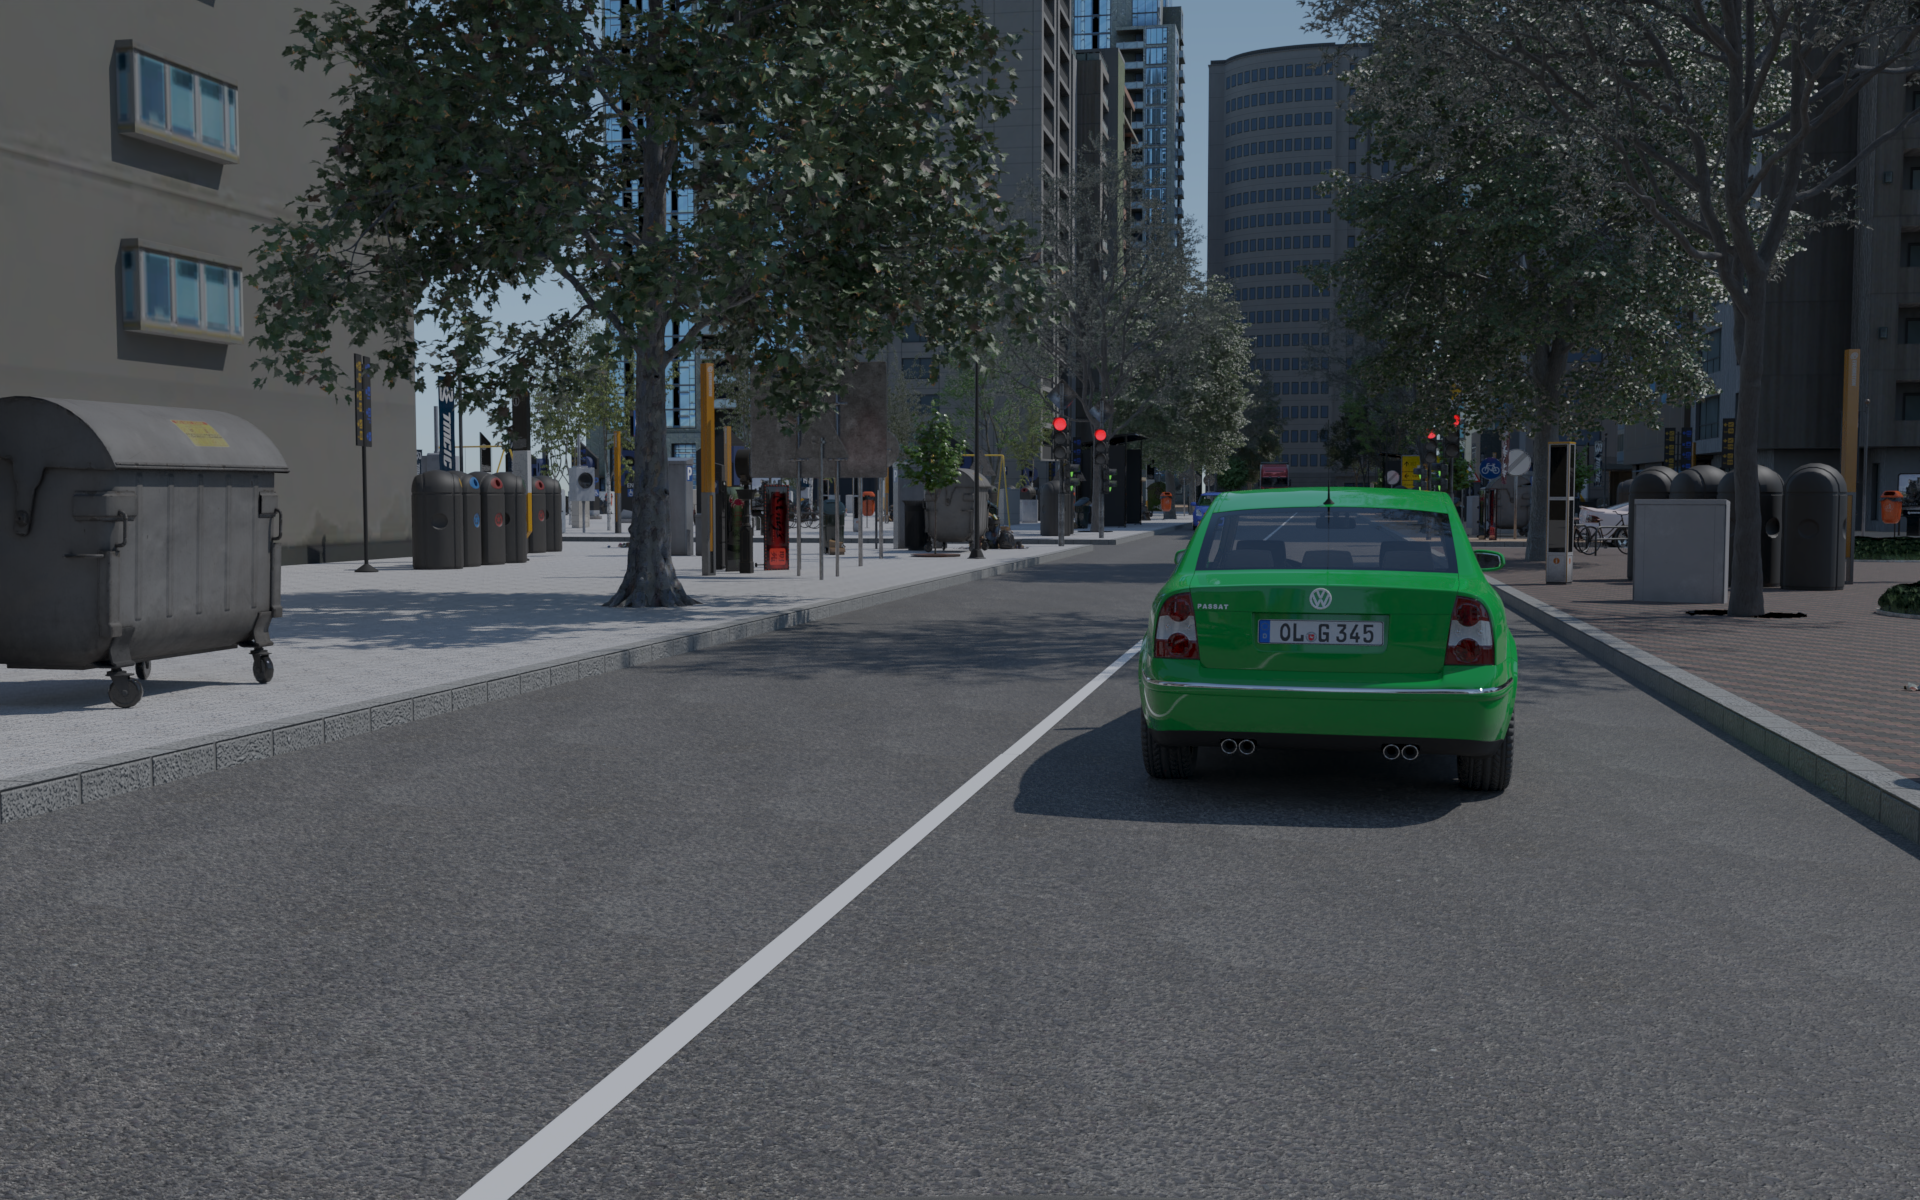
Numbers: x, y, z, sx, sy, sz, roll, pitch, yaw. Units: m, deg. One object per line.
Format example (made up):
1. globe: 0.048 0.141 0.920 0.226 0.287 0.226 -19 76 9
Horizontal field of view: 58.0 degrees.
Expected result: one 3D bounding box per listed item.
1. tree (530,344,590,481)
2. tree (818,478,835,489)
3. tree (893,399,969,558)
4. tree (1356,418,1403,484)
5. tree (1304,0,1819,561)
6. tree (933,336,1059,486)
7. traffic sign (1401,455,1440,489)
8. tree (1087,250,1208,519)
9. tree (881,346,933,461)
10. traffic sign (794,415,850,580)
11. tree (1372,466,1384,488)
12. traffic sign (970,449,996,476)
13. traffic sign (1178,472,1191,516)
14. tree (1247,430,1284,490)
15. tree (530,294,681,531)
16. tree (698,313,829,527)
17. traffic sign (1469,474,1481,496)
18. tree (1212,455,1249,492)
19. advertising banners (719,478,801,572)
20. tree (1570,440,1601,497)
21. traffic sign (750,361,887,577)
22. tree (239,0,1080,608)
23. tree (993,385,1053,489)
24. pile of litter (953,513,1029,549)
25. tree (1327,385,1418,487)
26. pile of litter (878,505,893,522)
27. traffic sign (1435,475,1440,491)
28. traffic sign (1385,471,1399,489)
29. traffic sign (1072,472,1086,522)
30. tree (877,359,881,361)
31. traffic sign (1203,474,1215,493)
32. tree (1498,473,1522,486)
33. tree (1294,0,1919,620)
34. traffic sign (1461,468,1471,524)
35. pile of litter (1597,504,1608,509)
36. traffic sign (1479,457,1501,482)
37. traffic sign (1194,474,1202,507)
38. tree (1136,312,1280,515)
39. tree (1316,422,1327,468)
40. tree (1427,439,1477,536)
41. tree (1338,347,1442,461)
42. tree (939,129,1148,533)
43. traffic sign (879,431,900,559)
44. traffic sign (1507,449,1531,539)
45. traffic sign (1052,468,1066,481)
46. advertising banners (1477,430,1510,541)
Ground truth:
1. tree: -18.445 -7.844 78.619 4.360 8.622 3.978 0 3 0
2. tree: -7.223 -9.036 98.093 4.737 8.622 4.395 0 3 0
3. tree: -0.640 -2.496 35.407 1.663 3.219 1.824 0 3 0
4. tree: 34.740 -11.785 143.039 4.360 8.622 3.978 0 3 0
5. tree: 11.164 -7.731 33.054 9.857 13.997 8.962 0 3 0
6. tree: 2.059 -10.820 102.661 9.928 11.665 9.643 0 3 0
7. traffic sign: 24.183 -5.902 90.373 2.265 3.308 0.079 1 4 19
8. tree: 10.788 -11.160 89.114 9.857 13.997 8.962 0 3 0
9. tree: -3.098 -8.243 85.131 4.360 8.622 3.978 0 3 0
10. traffic sign: -2.068 -1.577 25.789 0.884 2.594 0.081 1 4 18
11. tree: 26.360 -6.942 108.110 1.663 3.219 1.824 0 3 0
12. traffic sign: 0.606 -3.073 50.242 0.884 2.594 0.081 1 4 13
13. traffic sign: 12.897 -6.079 99.492 0.768 2.556 0.104 1 4 21
14. tree: 31.451 -15.482 187.540 8.767 10.594 7.601 3 4 36
15. tree: -12.082 -6.737 60.512 4.737 8.622 4.395 0 3 0
16. tree: -6.857 -6.583 57.987 4.360 8.622 3.978 0 3 0
17. traffic sign: 22.630 -4.700 76.849 0.884 2.594 0.081 1 4 13
18. tree: 21.542 -9.418 137.697 4.285 4.588 4.351 0 3 0
19. advertising banners: -3.111 -2.009 29.037 2.074 3.025 0.090 -3 4 -38
20. tree: 21.355 -4.031 60.501 1.663 3.219 1.824 0 3 0
21. traffic sign: -2.213 -2.020 26.903 2.265 3.308 0.079 1 4 16
22. tree: -3.444 -6.274 19.590 9.611 12.733 9.660 0 3 0
23. tree: 4.453 -9.945 112.963 4.737 8.622 4.395 0 3 0
24. pile of litter: 0.719 -1.629 40.595 1.719 0.858 1.176 1 4 23
25. tree: 31.850 -11.984 130.359 7.601 10.594 8.767 1 4 14
26. pile of litter: -3.339 -4.059 80.329 1.176 0.858 1.719 1 4 9
27. traffic sign: 22.341 -4.851 81.442 0.606 2.300 0.079 1 4 14
28. traffic sign: 23.356 -5.721 93.641 0.768 2.556 0.104 1 4 19
29. traffic sign: 4.708 -4.313 70.528 0.884 2.594 0.081 1 4 21
30. tree: -6.256 -7.536 73.571 4.360 8.622 3.978 0 3 0
31. traffic sign: 15.994 -6.801 111.302 0.768 2.556 0.104 1 4 14
32. tree: 25.289 -5.170 79.132 1.663 3.219 1.824 0 3 0
33. tree: 8.242 -6.580 17.953 12.009 13.543 11.850 0 3 0
34. traffic sign: 17.157 -3.545 59.145 0.795 2.450 0.064 1 4 17
35. pile of litter: 28.207 -3.825 76.507 1.176 0.858 1.719 -1 4 -9
36. traffic sign: 18.429 -3.675 60.195 0.768 2.556 0.104 1 4 21
37. traffic sign: 15.262 -6.857 112.221 0.768 2.556 0.104 1 4 14
38. tree: 13.972 -11.445 105.254 7.486 12.596 7.792 0 3 0
39. tree: 37.573 -13.827 160.485 8.767 10.594 7.601 -1 4 -13
40. tree: 14.904 -3.567 52.916 1.663 3.219 1.824 0 3 0
41. tree: 29.112 -11.659 116.380 9.928 11.665 9.643 0 3 0
42. tree: 4.647 -9.021 57.864 12.009 13.543 11.850 0 3 0
43. traffic sign: -1.569 -2.095 34.354 0.768 2.556 0.104 1 4 20
44. traffic sign: 15.725 -2.990 48.987 0.768 2.556 0.104 1 4 18
45. traffic sign: 4.177 -4.307 70.421 0.884 2.594 0.081 1 4 18
46. advertising banners: 14.780 -3.168 47.987 0.090 3.025 2.074 0 4 -5
